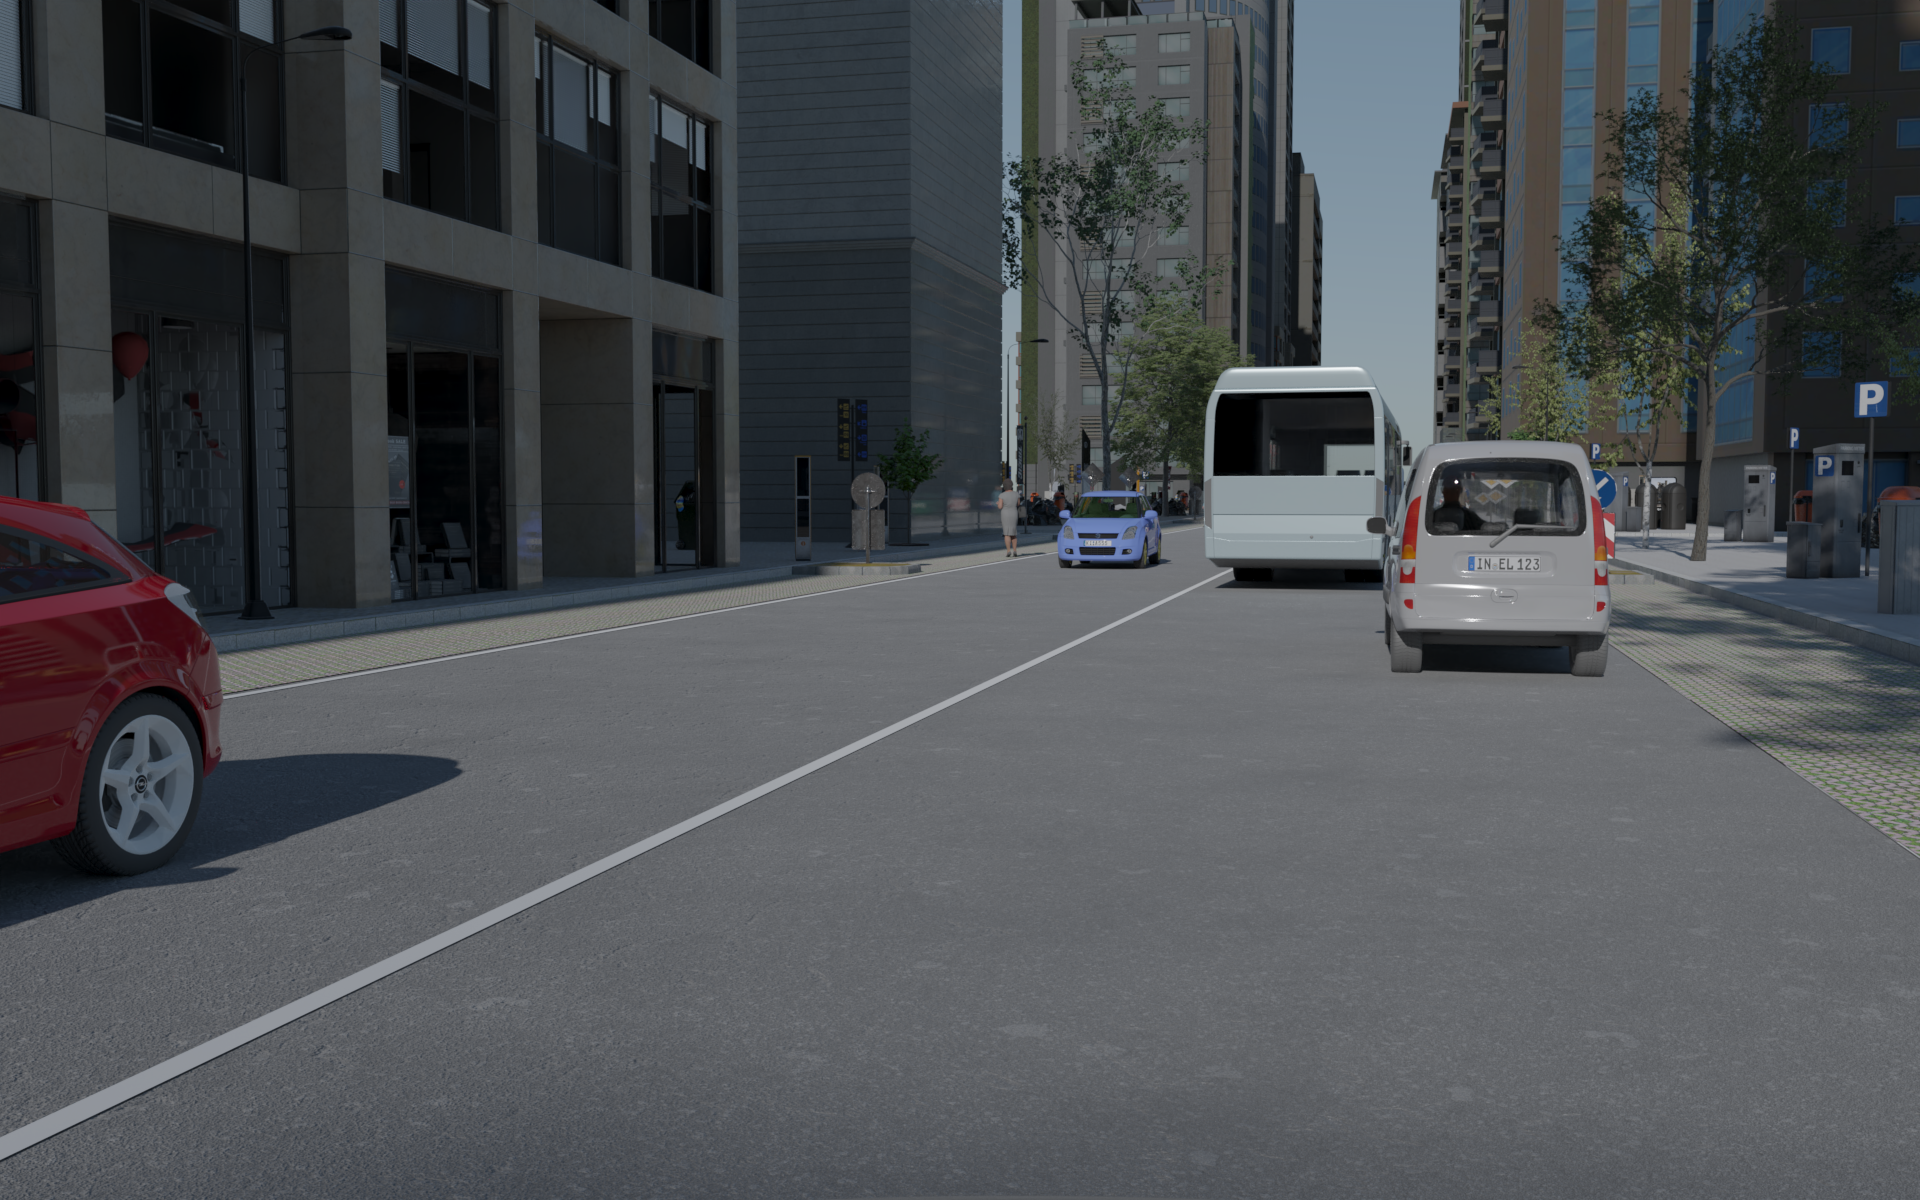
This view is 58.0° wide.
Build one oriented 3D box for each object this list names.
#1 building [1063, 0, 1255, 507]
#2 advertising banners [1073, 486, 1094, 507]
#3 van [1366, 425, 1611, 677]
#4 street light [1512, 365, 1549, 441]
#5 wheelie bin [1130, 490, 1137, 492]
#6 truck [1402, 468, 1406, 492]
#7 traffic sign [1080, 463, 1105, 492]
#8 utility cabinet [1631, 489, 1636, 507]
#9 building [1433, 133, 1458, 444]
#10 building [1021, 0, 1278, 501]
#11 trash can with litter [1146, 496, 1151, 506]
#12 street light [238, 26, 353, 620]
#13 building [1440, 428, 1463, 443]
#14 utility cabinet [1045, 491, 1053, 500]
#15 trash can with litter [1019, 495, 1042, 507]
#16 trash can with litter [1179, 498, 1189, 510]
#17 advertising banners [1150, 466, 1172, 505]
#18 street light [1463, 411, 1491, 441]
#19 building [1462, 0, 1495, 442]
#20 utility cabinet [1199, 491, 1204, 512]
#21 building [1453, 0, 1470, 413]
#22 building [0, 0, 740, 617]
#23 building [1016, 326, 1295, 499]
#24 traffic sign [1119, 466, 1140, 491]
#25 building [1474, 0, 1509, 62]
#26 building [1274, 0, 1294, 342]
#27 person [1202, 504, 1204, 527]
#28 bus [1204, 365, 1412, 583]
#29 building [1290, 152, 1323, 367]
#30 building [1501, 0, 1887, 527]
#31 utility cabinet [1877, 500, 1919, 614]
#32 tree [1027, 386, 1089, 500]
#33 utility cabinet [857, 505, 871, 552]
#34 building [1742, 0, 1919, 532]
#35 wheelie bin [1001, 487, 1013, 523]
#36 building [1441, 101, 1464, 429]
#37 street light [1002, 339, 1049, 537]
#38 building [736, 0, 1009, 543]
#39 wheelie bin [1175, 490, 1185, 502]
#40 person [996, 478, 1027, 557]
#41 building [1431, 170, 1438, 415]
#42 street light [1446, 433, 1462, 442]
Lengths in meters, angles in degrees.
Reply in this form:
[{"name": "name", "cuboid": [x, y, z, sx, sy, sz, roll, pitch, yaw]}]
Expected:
[{"name": "building", "cuboid": [16.878, -28.226, 145.085, 14.154, 41.232, 14.086, 1, 4, 14]}, {"name": "advertising banners", "cuboid": [8.181, -7.216, 114.161, 0.090, 3.025, 2.074, -3, 5, -41]}, {"name": "van", "cuboid": [4.570, -0.493, 15.072, 2.013, 2.044, 4.112, 1, 4, 13]}, {"name": "street light", "cuboid": [20.600, -5.503, 62.511, 1.470, 5.913, 1.316, 1, 4, 14]}, {"name": "wheelie bin", "cuboid": [12.390, -7.075, 123.579, 0.980, 1.594, 0.693, 2, 4, 35]}, {"name": "truck", "cuboid": [42.859, -11.093, 171.123, 2.967, 4.110, 18.799, 1, 4, 12]}, {"name": "traffic sign", "cuboid": [4.216, -3.153, 55.191, 0.795, 2.450, 0.064, 1, 4, 14]}, {"name": "utility cabinet", "cuboid": [28.931, -4.041, 74.749, 1.173, 1.500, 0.318, 2, 4, 34]}, {"name": "building", "cuboid": [82.222, -39.974, 242.808, 28.713, 52.752, 27.495, 1, 4, 14]}, {"name": "building", "cuboid": [18.655, -38.158, 165.876, 21.231, 58.520, 28.212, 1, 4, 14]}, {"name": "trash can with litter", "cuboid": [13.098, -6.694, 120.838, 0.624, 1.170, 1.055, 2, 4, 30]}, {"name": "street light", "cuboid": [-6.708, -2.749, 17.483, 1.470, 5.913, 1.316, 1, 4, 14]}, {"name": "building", "cuboid": [56.534, -51.736, 158.548, 22.319, 86.520, 31.000, 1, 4, 14]}, {"name": "utility cabinet", "cuboid": [6.858, -7.384, 129.407, 0.318, 1.500, 1.173, -3, 5, -44]}, {"name": "trash can with litter", "cuboid": [4.131, -5.527, 101.431, 2.233, 1.210, 1.678, 0, 4, 4]}, {"name": "trash can with litter", "cuboid": [17.677, -7.590, 135.485, 1.055, 1.170, 0.624, -1, 4, -20]}, {"name": "advertising banners", "cuboid": [12.459, -6.789, 107.190, 2.074, 3.025, 0.090, -3, 5, -45]}, {"name": "street light", "cuboid": [29.170, -7.626, 97.223, 1.470, 5.913, 1.316, 1, 4, 14]}, {"name": "building", "cuboid": [47.483, -27.781, 137.816, 14.154, 41.232, 14.086, 1, 4, 14]}, {"name": "utility cabinet", "cuboid": [17.805, -7.139, 125.401, 0.318, 1.500, 1.173, -3, 5, -39]}, {"name": "building", "cuboid": [71.709, -47.821, 220.117, 20.563, 71.187, 20.611, 1, 4, 14]}, {"name": "building", "cuboid": [-17.336, -12.927, 15.878, 19.350, 26.468, 34.151, 1, 4, 14]}, {"name": "building", "cuboid": [22.842, -21.425, 195.337, 27.650, 21.520, 28.899, 1, 4, 14]}, {"name": "traffic sign", "cuboid": [6.149, -3.627, 62.940, 0.795, 2.450, 0.064, 1, 4, 14]}, {"name": "building", "cuboid": [43.888, -27.780, 108.821, 22.147, 44.769, 28.867, 1, 4, 14]}, {"name": "building", "cuboid": [35.481, -48.374, 229.166, 20.563, 71.187, 20.611, 1, 4, 14]}, {"name": "person", "cuboid": [10.693, -4.025, 74.174, 0.638, 1.841, 0.748, -2, 4, -32]}, {"name": "bus", "cuboid": [6.570, -2.233, 31.371, 2.948, 3.499, 13.247, 1, 4, 15]}, {"name": "building", "cuboid": [40.492, -38.325, 250.321, 21.300, 48.544, 21.600, 1, 4, 14]}, {"name": "building", "cuboid": [33.303, -26.358, 81.057, 14.600, 45.320, 14.200, 1, 4, 14]}, {"name": "utility cabinet", "cuboid": [10.426, -0.454, 18.584, 1.020, 1.237, 0.306, 0, 4, -5]}, {"name": "tree", "cuboid": [6.413, -10.291, 118.617, 4.360, 8.622, 3.978, 0, 3, 0]}, {"name": "utility cabinet", "cuboid": [-2.164, -1.692, 38.831, 0.306, 1.237, 1.020, 0, 4, -5]}, {"name": "building", "cuboid": [35.796, -25.222, 62.490, 14.200, 45.320, 14.600, 1, 4, 14]}, {"name": "wheelie bin", "cuboid": [2.035, -4.263, 77.606, 0.980, 1.594, 0.693, 1, 4, 10]}, {"name": "building", "cuboid": [64.392, -32.681, 188.963, 22.147, 44.769, 28.867, 1, 4, 14]}, {"name": "street light", "cuboid": [1.970, -4.861, 52.021, 1.470, 5.913, 1.316, 1, 4, 14]}, {"name": "building", "cuboid": [-14.226, -16.879, 53.465, 29.804, 29.767, 11.434, 1, 4, 14]}, {"name": "wheelie bin", "cuboid": [17.577, -7.930, 137.561, 0.980, 1.594, 0.693, -2, 4, -30]}, {"name": "person", "cuboid": [1.161, -1.848, 39.076, 0.716, 1.782, 0.532, -1, 4, -20]}, {"name": "building", "cuboid": [88.093, -41.614, 269.630, 28.713, 52.752, 27.495, 1, 4, 14]}, {"name": "street light", "cuboid": [39.336, -10.114, 137.907, 1.470, 5.913, 1.316, 1, 4, 14]}]
